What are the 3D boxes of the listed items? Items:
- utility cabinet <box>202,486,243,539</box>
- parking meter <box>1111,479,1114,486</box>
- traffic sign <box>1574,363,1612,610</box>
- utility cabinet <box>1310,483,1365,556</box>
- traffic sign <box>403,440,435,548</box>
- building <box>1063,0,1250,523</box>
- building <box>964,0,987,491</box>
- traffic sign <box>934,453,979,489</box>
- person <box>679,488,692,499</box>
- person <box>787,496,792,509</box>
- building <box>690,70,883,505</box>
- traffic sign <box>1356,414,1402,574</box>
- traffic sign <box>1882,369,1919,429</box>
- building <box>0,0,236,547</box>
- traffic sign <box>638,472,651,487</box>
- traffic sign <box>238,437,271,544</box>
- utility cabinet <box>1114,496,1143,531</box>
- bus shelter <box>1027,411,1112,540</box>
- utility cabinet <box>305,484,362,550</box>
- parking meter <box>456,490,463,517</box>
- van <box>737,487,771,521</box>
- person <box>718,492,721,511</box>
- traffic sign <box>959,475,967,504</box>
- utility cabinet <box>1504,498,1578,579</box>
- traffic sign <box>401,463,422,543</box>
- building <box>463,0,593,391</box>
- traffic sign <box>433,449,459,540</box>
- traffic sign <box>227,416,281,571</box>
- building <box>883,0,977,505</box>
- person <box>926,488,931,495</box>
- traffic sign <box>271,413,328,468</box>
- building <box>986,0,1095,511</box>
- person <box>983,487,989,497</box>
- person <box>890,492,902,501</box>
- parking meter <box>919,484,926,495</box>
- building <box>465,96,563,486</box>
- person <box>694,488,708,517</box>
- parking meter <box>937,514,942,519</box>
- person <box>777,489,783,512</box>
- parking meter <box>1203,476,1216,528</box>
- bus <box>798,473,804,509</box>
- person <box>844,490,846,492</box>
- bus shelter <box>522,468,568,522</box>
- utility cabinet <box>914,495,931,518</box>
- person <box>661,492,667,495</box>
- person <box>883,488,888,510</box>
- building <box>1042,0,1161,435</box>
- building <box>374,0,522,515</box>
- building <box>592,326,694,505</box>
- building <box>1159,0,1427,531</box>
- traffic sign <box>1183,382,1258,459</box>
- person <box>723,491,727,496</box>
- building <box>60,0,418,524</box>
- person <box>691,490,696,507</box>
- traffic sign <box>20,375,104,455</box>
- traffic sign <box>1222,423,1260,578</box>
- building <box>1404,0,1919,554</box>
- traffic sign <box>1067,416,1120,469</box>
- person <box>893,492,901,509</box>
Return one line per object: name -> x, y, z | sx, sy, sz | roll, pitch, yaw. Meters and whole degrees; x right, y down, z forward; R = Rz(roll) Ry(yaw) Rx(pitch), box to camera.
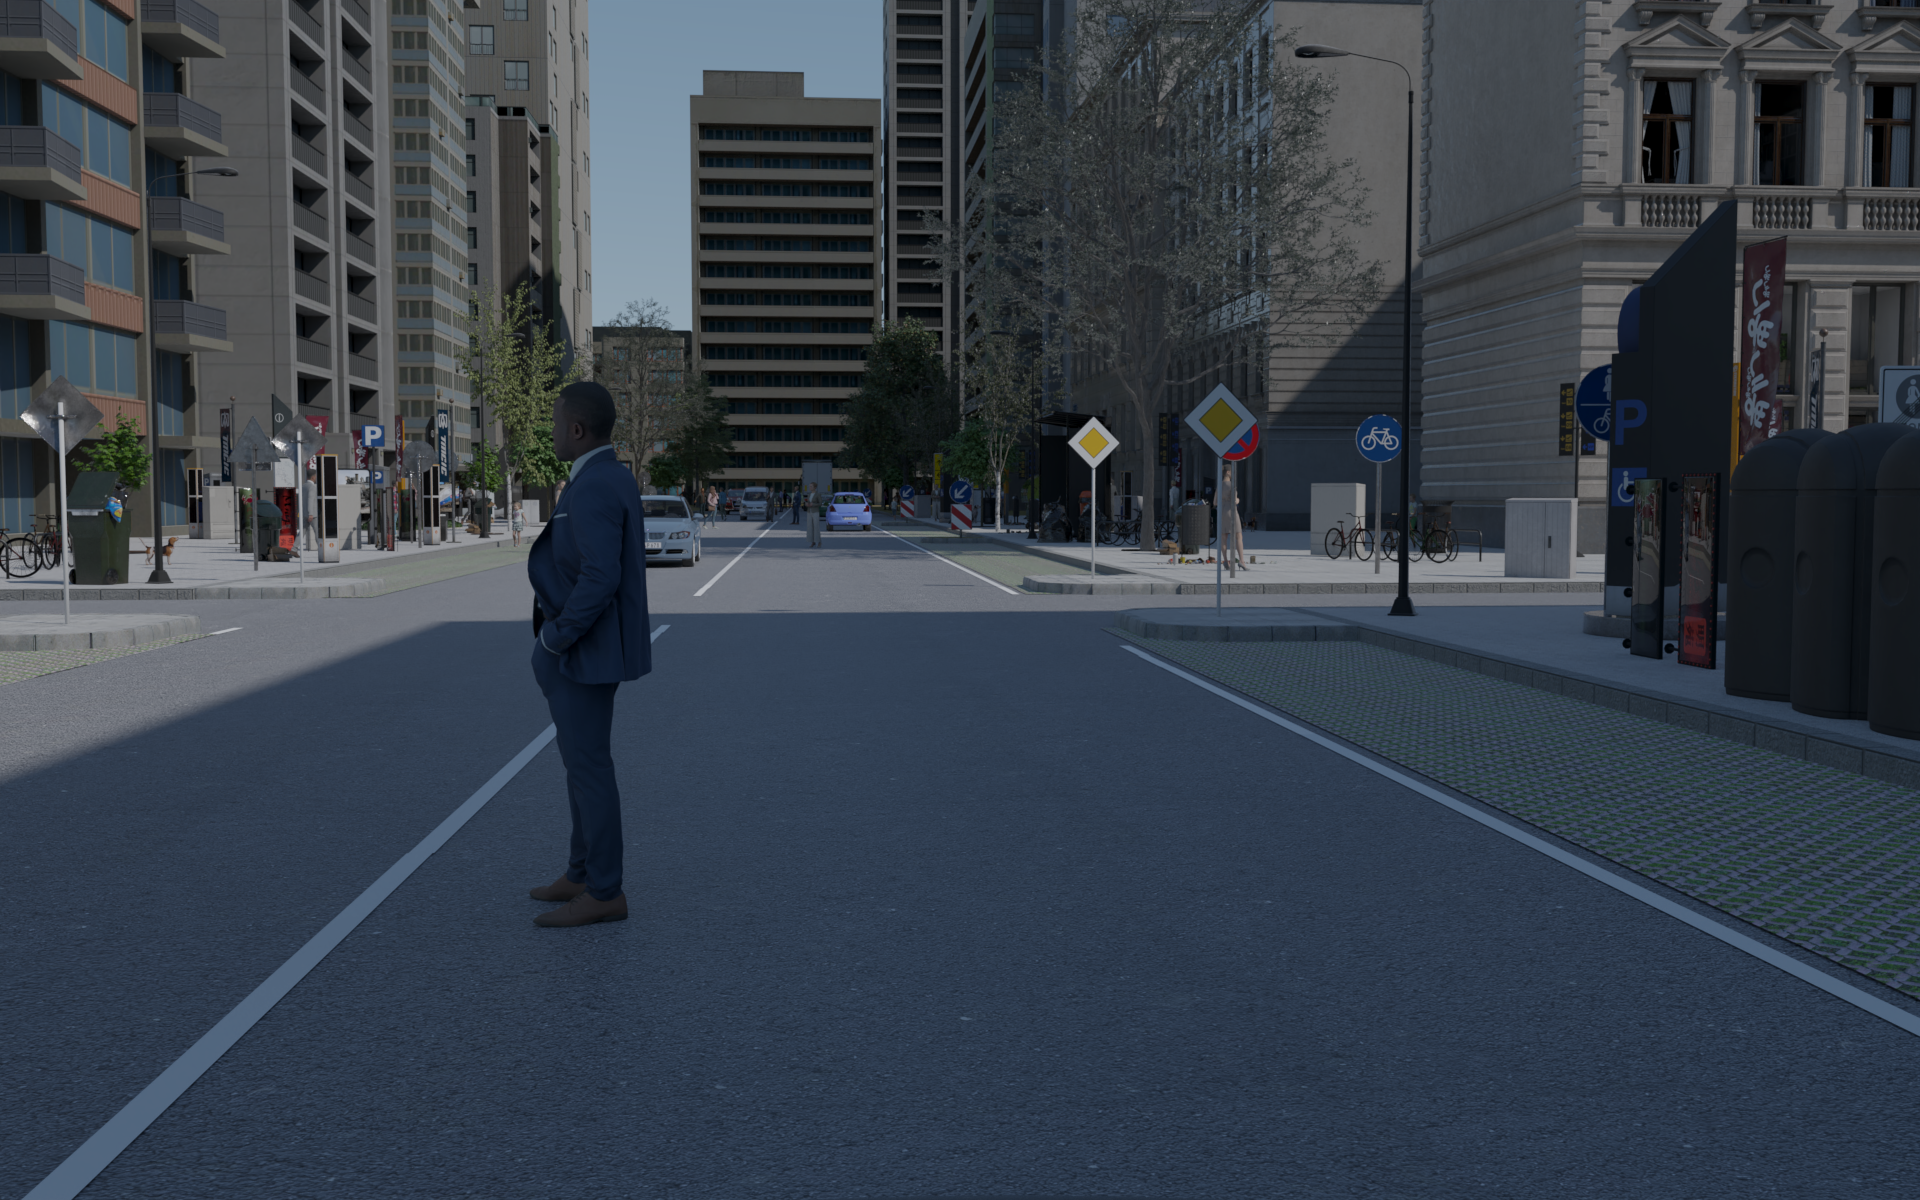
utility cabinet -> -20.979, -2.487, 49.343 | 0.318, 1.500, 1.173 | 2, 4, 25
parking meter -> 5.319, -3.431, 61.814 | 0.255, 1.863, 0.399 | -1, 4, -19
traffic sign -> 6.367, -1.030, 16.949 | 0.768, 2.556, 0.104 | 0, 4, 2
utility cabinet -> 7.761, -1.644, 35.559 | 0.318, 1.500, 1.173 | -3, 4, -38
traffic sign -> -12.843, -2.508, 41.119 | 0.768, 2.556, 0.104 | 0, 4, -5
building -> 13.099, -17.892, 89.792 | 12.463, 27.353, 25.104 | 0, 4, -5
building -> 11.935, -32.684, 158.090 | 21.300, 48.544, 21.600 | 0, 4, -5
traffic sign -> -0.170, -5.625, 85.838 | 2.265, 3.308, 0.079 | 0, 4, 3
person -> -24.649, -9.107, 155.077 | 1.348, 1.807, 0.705 | -3, 5, -39
person -> -16.926, -9.742, 171.006 | 0.697, 1.427, 0.421 | 1, 4, 9
building -> -20.110, -35.413, 202.699 | 21.600, 48.544, 21.300 | 0, 4, -5
traffic sign -> 6.719, -1.694, 27.806 | 0.768, 2.556, 0.104 | 0, 4, 2
traffic sign -> 7.645, -0.720, 13.904 | 0.606, 2.300, 0.079 | 0, 4, 1
building -> -33.045, -23.863, 44.789 | 22.147, 44.769, 28.867 | 0, 4, -5
traffic sign -> -17.867, -5.988, 98.017 | 0.768, 2.556, 0.104 | 0, 4, 2
traffic sign -> -12.620, -1.766, 31.008 | 0.606, 2.300, 0.079 | 0, 4, 4
utility cabinet -> 5.655, -2.875, 58.161 | 1.020, 1.237, 0.306 | 3, 5, 44
bus shelter -> 3.256, -3.710, 51.942 | 1.731, 3.624, 6.357 | 0, 4, -5
utility cabinet -> -14.302, -1.885, 39.504 | 1.173, 1.500, 0.318 | -3, 5, -41
parking meter -> -28.240, -5.458, 97.645 | 0.372, 1.533, 0.369 | 0, 3, 0
van -> -11.170, -5.380, 94.967 | 2.013, 2.044, 4.112 | 0, 4, -4
person -> -17.902, -7.363, 129.568 | 1.217, 1.739, 0.721 | 1, 4, 9
traffic sign -> 0.242, -4.398, 74.037 | 0.606, 2.300, 0.079 | 0, 4, 1
utility cabinet -> 8.895, -0.941, 26.543 | 1.020, 1.237, 0.306 | 3, 4, 39
traffic sign -> -14.236, -2.617, 44.921 | 0.606, 2.300, 0.079 | 0, 4, -1
building -> -46.671, -34.275, 149.639 | 27.495, 52.752, 28.713 | 0, 4, -5
traffic sign -> -14.442, -2.966, 48.599 | 0.768, 2.556, 0.104 | 0, 4, 4
traffic sign -> -11.764, -1.766, 28.871 | 0.884, 2.594, 0.081 | 0, 4, -1
building -> 1.633, -46.797, 203.382 | 20.611, 71.187, 20.563 | 0, 4, -5
person -> -3.100, -9.504, 161.379 | 1.348, 1.831, 0.705 | -1, 4, -12
traffic sign -> -9.528, -1.395, 24.991 | 0.795, 2.593, 0.064 | 0, 4, -5
building -> 8.953, -27.918, 140.052 | 14.154, 41.232, 14.086 | 0, 4, -5
person -> 1.699, -7.361, 126.481 | 1.350, 1.814, 0.705 | -3, 5, -44
person -> -5.089, -7.898, 138.429 | 1.065, 1.426, 0.557 | 2, 4, 28
parking meter -> -2.069, -5.515, 95.881 | 0.399, 1.863, 0.255 | 0, 4, -3
building -> -37.715, -21.847, 128.897 | 14.160, 30.474, 14.107 | 0, 4, -5
person -> -15.719, -5.949, 105.786 | 0.705, 1.821, 1.348 | 3, 5, 43
parking meter -> -1.006, -4.939, 89.168 | 0.372, 1.533, 0.369 | 0, 3, 0
person -> -14.290, -7.857, 136.829 | 0.599, 1.838, 0.709 | 1, 4, 11
parking meter -> 8.104, -3.089, 56.212 | 0.399, 1.863, 0.255 | 1, 4, 23
bus -> -13.850, -10.620, 165.190 | 2.896, 3.916, 12.252 | 0, 4, -7
person -> -11.347, -9.913, 170.540 | 1.348, 1.831, 0.705 | 0, 4, -7
bus shelter -> -18.601, -5.361, 78.937 | 1.731, 3.624, 6.357 | 0, 4, -5
utility cabinet -> -2.006, -4.982, 92.624 | 0.306, 1.237, 1.020 | 3, 5, 43
person -> -28.128, -9.714, 164.861 | 0.705, 1.824, 1.348 | -3, 5, -45
person -> -5.922, -8.122, 139.526 | 0.721, 1.739, 1.217 | 0, 4, -7
building -> 16.248, -35.289, 118.976 | 21.231, 58.520, 28.212 | 0, 4, -5
building -> -44.673, -25.505, 108.896 | 32.217, 40.220, 23.993 | 0, 4, -5
building -> -46.150, -21.962, 204.111 | 28.899, 21.520, 27.650 | 0, 4, -5
building -> 14.415, -13.404, 68.307 | 9.793, 20.994, 18.267 | 0, 4, -5
traffic sign -> 2.728, -0.969, 18.037 | 0.795, 2.593, 0.064 | 0, 4, -5
person -> -20.724, -8.729, 151.901 | 1.217, 1.739, 0.721 | -1, 4, -19
building -> -35.455, -39.041, 76.575 | 20.563, 71.187, 20.611 | 0, 4, -5
person -> -25.776, -9.910, 168.887 | 1.217, 1.723, 0.721 | -2, 4, -31
traffic sign -> -8.823, -0.908, 17.037 | 0.795, 2.593, 0.064 | 0, 4, -5
traffic sign -> 4.162, -1.606, 26.368 | 0.768, 2.556, 0.104 | 0, 4, -2
building -> 21.836, -13.012, 41.619 | 19.941, 23.489, 11.050 | 0, 4, -5
traffic sign -> 2.022, -1.456, 25.991 | 0.795, 2.593, 0.064 | 0, 4, -5
person -> -5.233, -8.378, 146.277 | 1.065, 1.426, 0.557 | 0, 4, 7
